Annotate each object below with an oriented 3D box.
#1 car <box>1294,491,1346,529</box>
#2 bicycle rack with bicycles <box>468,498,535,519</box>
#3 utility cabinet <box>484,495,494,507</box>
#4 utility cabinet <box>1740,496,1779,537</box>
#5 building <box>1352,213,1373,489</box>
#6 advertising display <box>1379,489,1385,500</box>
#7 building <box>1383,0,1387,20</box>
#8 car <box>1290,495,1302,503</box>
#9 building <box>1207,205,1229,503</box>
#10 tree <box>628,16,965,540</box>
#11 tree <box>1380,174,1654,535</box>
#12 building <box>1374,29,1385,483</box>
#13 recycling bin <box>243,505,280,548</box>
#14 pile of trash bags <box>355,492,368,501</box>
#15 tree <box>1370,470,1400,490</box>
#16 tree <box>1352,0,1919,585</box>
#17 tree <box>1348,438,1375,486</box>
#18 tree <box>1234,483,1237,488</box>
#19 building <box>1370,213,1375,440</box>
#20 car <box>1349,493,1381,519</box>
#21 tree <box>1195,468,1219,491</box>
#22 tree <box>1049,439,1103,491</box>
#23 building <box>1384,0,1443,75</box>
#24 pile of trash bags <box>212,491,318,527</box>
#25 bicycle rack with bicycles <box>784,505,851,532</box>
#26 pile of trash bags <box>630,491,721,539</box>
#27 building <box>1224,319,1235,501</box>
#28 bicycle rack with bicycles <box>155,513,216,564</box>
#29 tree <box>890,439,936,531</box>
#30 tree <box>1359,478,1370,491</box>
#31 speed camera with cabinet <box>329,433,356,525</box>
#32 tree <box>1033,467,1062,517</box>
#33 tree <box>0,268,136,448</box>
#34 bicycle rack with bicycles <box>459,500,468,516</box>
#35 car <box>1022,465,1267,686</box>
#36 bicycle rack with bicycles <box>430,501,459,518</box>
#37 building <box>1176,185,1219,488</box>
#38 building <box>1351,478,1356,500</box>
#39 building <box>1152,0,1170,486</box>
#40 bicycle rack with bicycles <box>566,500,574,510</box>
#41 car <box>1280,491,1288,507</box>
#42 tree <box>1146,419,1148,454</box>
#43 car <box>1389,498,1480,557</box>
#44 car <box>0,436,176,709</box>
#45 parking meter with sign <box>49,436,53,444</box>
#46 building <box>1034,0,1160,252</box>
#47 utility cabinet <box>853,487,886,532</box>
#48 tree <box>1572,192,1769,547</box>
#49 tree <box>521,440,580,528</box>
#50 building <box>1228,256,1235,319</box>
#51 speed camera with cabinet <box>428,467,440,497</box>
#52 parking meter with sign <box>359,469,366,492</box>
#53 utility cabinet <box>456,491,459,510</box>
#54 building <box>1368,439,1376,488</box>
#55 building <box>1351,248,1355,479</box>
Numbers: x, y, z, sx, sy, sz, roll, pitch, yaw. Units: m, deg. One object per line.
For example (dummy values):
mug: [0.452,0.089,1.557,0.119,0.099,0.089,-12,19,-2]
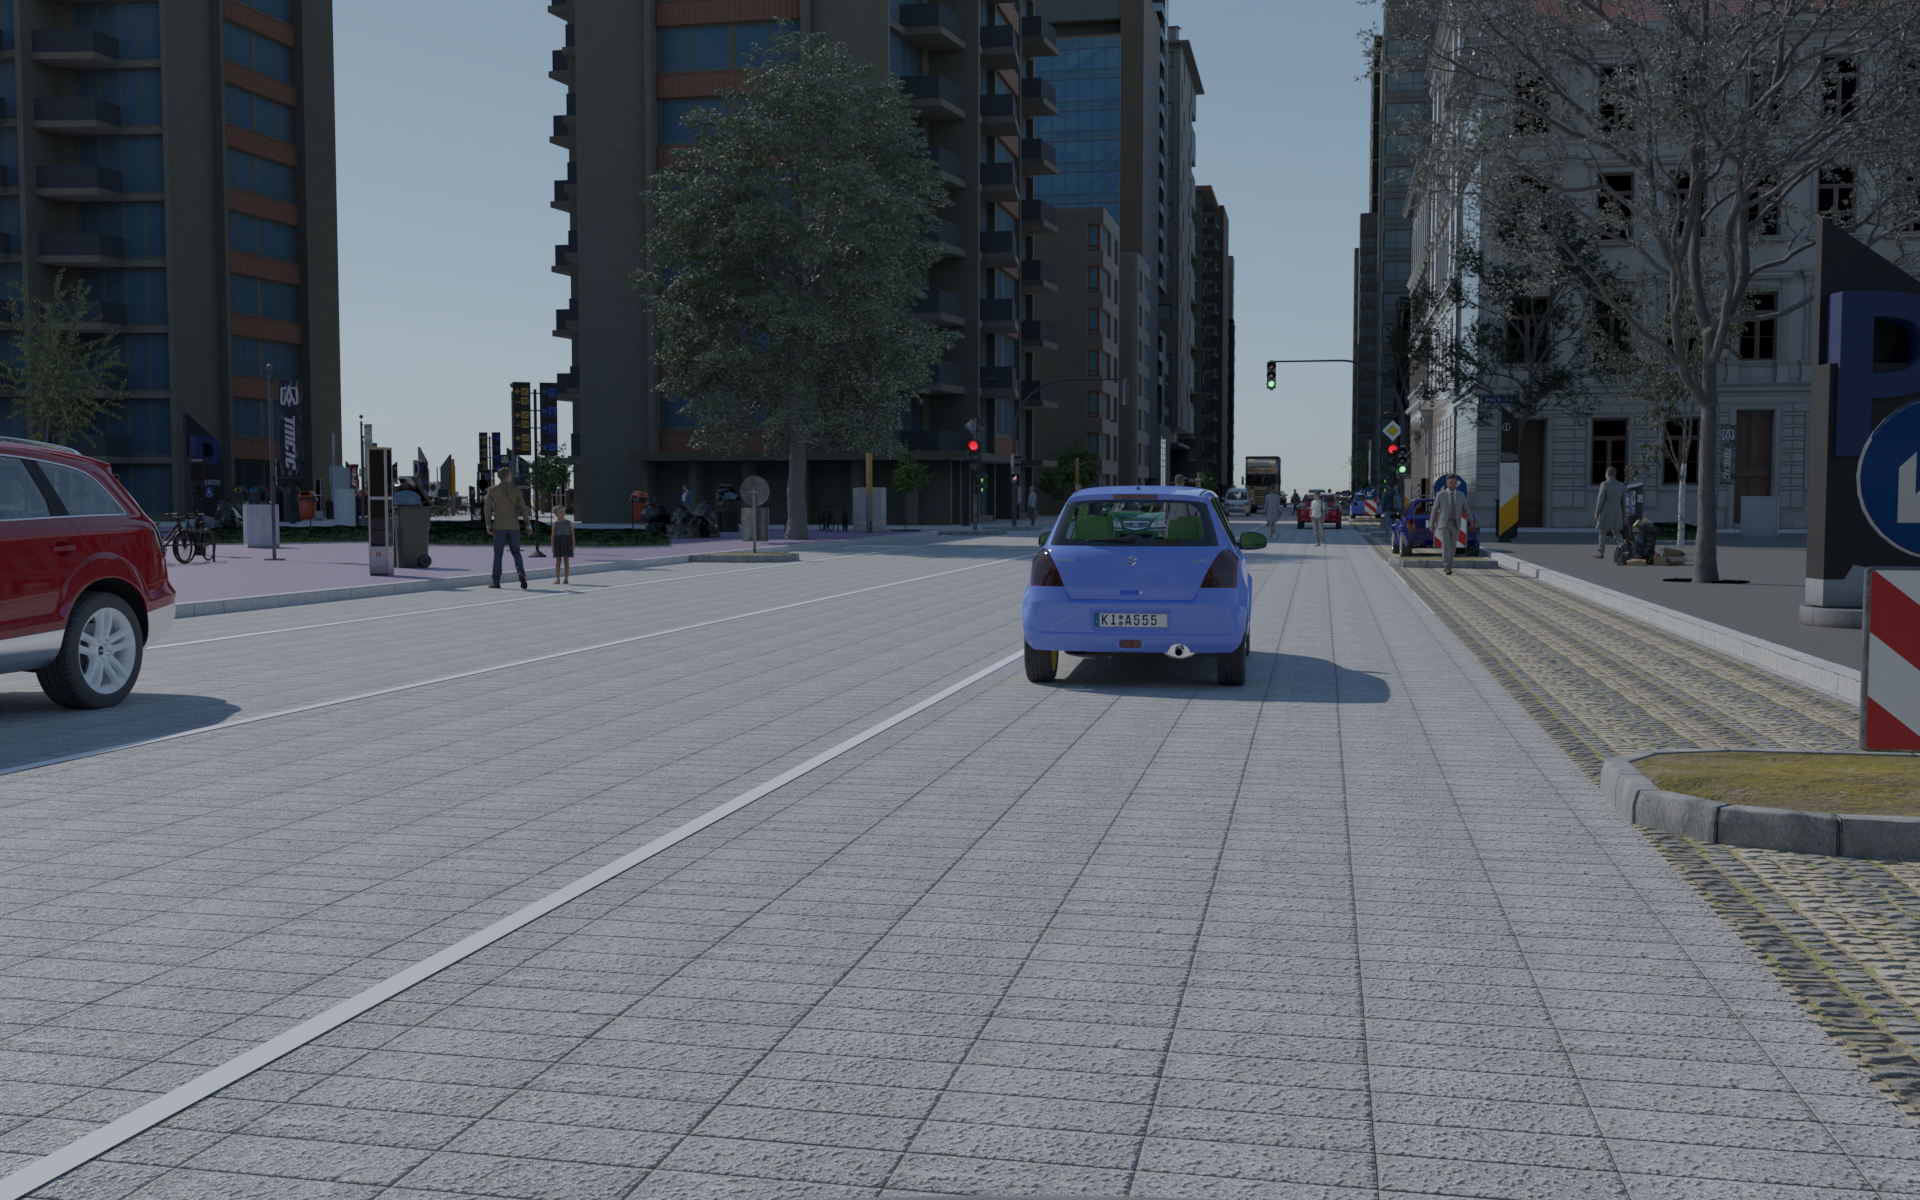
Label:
car: [15.041,-3.872,72.355,2.155,1.783,4.494,1,4,13]
bicycle rack with bicycles: [-23.274,-4.659,89.551,2.925,0.926,2.852,1,4,12]
utility cabinet: [-35.215,-7.252,129.733,1.020,1.237,0.306,1,4,20]
utility cabinet: [24.092,-2.509,52.185,1.020,1.237,0.306,3,4,36]
building: [65.029,-34.767,252.041,14.154,41.232,14.086,1,4,12]
advertising display: [30.707,-7.390,126.033,0.123,1.923,0.974,2,4,29]
building: [65.082,-48.619,233.172,20.563,71.187,20.611,1,4,12]
car: [55.951,-16.875,288.492,1.945,1.354,3.894,1,4,13]
building: [33.120,-37.412,261.788,14.600,45.320,14.200,1,4,12]
tree: [-4.523,-8.662,48.279,9.857,13.997,8.962,0,3,0]
tree: [16.409,-7.168,51.611,8.767,10.594,7.601,2,4,31]
building: [45.742,-31.146,159.343,14.600,45.320,14.200,1,4,12]
recycling bin: [-16.768,-1.774,41.557,0.722,1.027,0.722,-2,4,-30]
pile of trash bags: [-41.958,-7.034,124.756,3.447,1.369,1.912,1,4,9]
tree: [30.324,-7.788,121.938,1.663,3.219,1.824,0,3,0]
tree: [10.685,-6.988,24.617,12.009,13.543,11.850,0,3,0]
tree: [52.284,-16.658,222.725,4.737,8.622,4.395,0,3,0]
tree: [47.542,-18.642,299.393,1.663,3.219,1.824,0,3,0]
building: [49.041,-29.950,173.280,14.154,41.232,14.086,1,4,12]
car: [23.705,-5.604,101.210,1.945,1.707,3.694,1,4,10]
tree: [31.055,-14.309,217.666,4.285,4.588,4.351,0,3,0]
tree: [6.816,-7.308,103.201,4.285,4.588,4.351,0,3,0]
building: [42.587,-28.264,145.704,14.154,41.232,14.086,1,4,12]
pile of trash bags: [-22.577,-2.843,56.237,3.447,1.369,1.912,0,4,1]
bicycle rack with bicycles: [-4.913,-2.794,59.068,2.852,0.926,2.925,0,4,-3]
pile of trash bags: [-8.683,-2.548,51.412,3.447,1.369,1.912,3,5,44]
building: [36.403,-30.873,276.479,14.160,30.474,14.107,1,4,12]
bicycle rack with bicycles: [-15.025,-1.153,32.235,2.852,0.926,2.925,1,4,22]
tree: [-1.928,-3.991,59.854,1.663,3.219,1.824,0,3,0]
tree: [44.129,-11.844,188.253,1.663,3.219,1.824,0,3,0]
speed camera with cabinet: [-19.943,-3.769,55.965,0.660,3.252,2.038,-2,4,-25]
tree: [4.917,-6.368,98.717,1.663,3.219,1.824,0,3,0]
tree: [-29.864,-6.544,57.361,4.737,8.622,4.395,0,3,0]
bicycle rack with bicycles: [-27.932,-5.448,102.454,2.925,0.926,2.852,1,4,15]
car: [1.560,-0.292,14.367,1.945,1.707,3.694,1,4,10]
bicycle rack with bicycles: [-29.235,-4.979,94.796,2.925,0.926,2.852,-1,4,-11]
building: [24.322,-35.864,240.999,22.147,44.769,28.867,1,4,12]
building: [71.640,-50.759,268.159,20.563,71.187,20.611,1,4,12]
building: [10.429,-52.586,172.454,22.319,86.520,31.000,1,4,12]
bicycle rack with bicycles: [-30.441,-7.352,133.581,2.925,0.926,2.852,-1,4,-16]
car: [34.289,-10.922,187.243,2.281,1.827,5.304,1,4,12]
tree: [13.293,-11.506,138.489,4.737,8.622,4.395,0,3,0]
car: [10.971,-1.682,40.085,1.945,1.354,3.894,1,4,10]
car: [-6.935,-0.097,10.256,2.281,1.827,5.304,1,4,10]
parking meter with sign: [-26.691,-3.452,52.705,1.738,3.016,0.543,-2,4,-26]
building: [9.706,-30.624,150.821,14.600,45.320,14.200,1,4,12]
utility cabinet: [-3.020,-3.002,57.767,1.173,1.500,0.318,3,4,36]
tree: [17.364,-5.604,41.984,4.360,8.622,3.978,0,3,0]
tree: [-12.854,-3.624,53.847,1.663,3.219,1.824,0,3,0]
building: [38.411,-37.109,290.321,14.154,41.232,14.086,1,4,12]
speed camera with cabinet: [-38.565,-8.031,125.638,2.038,3.252,0.660,2,4,25]
parking meter with sign: [-41.220,-7.587,120.307,0.543,3.016,1.738,0,4,-5]
utility cabinet: [-39.126,-7.613,133.157,0.318,1.500,1.173,3,5,42]
building: [58.142,-53.887,193.723,22.319,86.520,31.000,1,4,12]
building: [72.093,-36.885,286.667,14.154,41.232,14.086,1,4,12]
